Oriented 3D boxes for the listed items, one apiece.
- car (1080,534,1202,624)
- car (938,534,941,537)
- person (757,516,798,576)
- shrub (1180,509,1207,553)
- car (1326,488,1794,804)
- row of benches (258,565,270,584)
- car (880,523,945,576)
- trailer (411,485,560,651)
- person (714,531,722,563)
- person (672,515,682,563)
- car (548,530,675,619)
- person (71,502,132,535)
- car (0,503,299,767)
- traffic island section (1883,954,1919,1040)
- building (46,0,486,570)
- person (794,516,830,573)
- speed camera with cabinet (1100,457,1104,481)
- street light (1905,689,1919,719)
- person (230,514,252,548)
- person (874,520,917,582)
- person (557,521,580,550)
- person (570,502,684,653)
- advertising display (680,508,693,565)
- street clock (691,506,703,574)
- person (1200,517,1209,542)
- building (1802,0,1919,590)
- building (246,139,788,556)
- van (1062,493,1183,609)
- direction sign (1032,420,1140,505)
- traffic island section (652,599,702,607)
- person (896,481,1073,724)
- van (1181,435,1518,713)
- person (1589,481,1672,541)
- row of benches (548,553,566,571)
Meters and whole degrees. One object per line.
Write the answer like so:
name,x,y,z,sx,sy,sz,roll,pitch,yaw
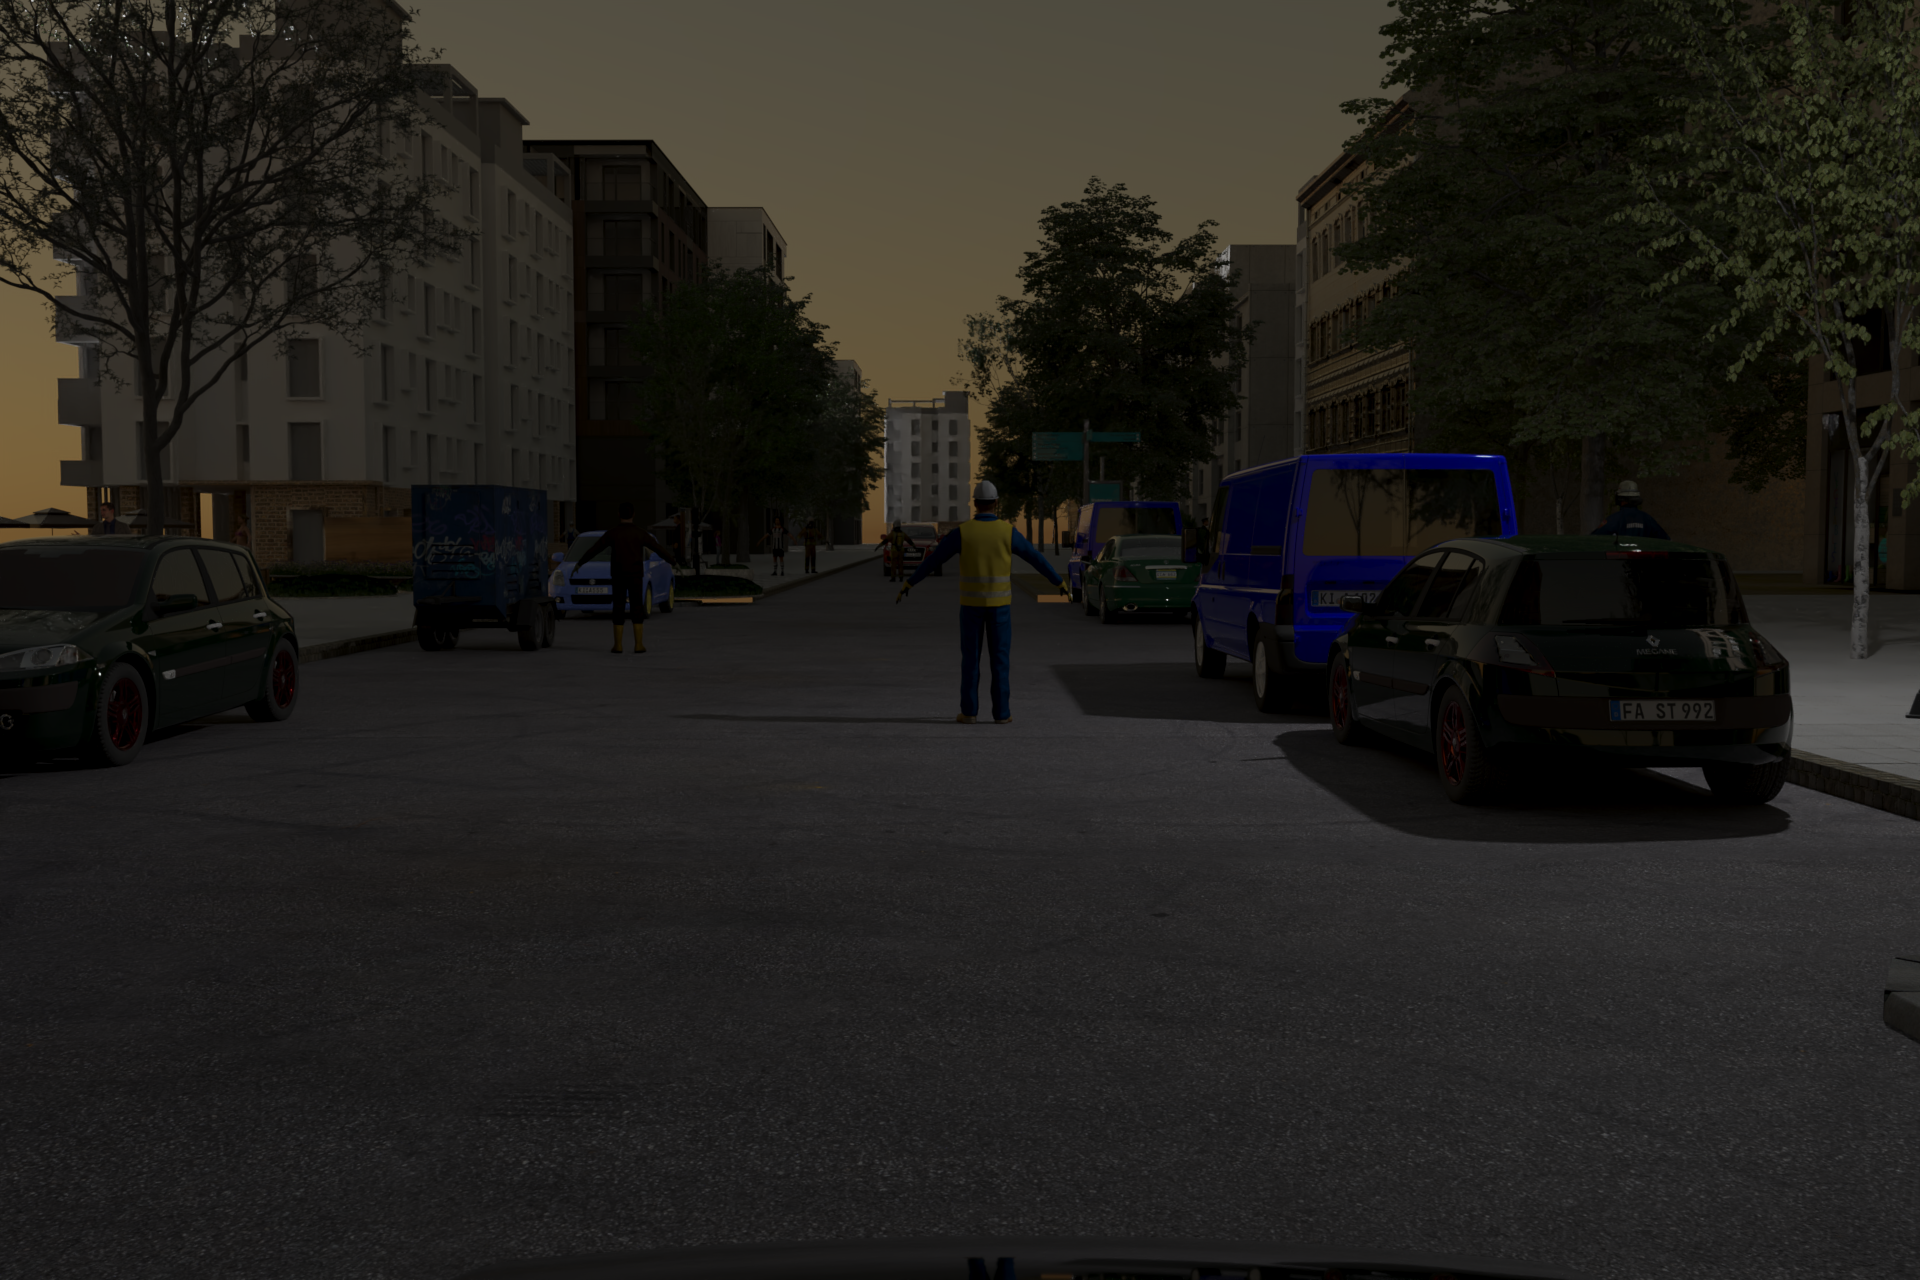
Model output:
car,3.128,-1.052,28.992,2.131,1.459,4.920,0,4,-1
car,-1.809,-7.669,137.183,2.131,1.459,4.920,0,4,-1
person,-5.591,-2.879,53.212,1.345,1.843,0.704,1,4,16
shrub,6.560,-2.909,51.606,1.661,2.075,1.752,0,3,0
car,3.441,-0.048,10.576,2.009,1.686,4.222,0,4,-1
row of benches,-16.552,-1.329,37.197,4.104,0.672,1.422,2,4,27
car,-1.619,-3.167,60.456,2.281,1.827,5.304,0,4,-1
trailer,-5.865,-0.840,20.783,1.471,1.999,3.904,0,4,0
person,-10.155,-3.909,73.175,0.599,1.433,0.991,0,4,-1
person,-7.686,-2.501,47.120,0.704,1.802,1.346,-1,4,-12
car,-6.077,-1.268,30.318,1.945,1.707,3.694,0,4,0
person,-12.696,-1.170,25.699,0.617,1.759,0.750,1,4,9
car,-6.008,-0.129,11.891,2.009,1.686,4.222,0,4,0
traffic island section,3.708,1.111,4.702,1.991,0.108,1.994,0,4,0
building,-25.057,-12.474,60.373,16.016,20.090,11.380,0,3,0
person,-4.865,-3.100,56.448,1.354,1.858,0.705,-3,4,-36
speed camera with cabinet,3.860,-3.025,43.800,0.660,3.252,2.038,0,4,-2
street light,7.314,-2.409,11.925,1.470,5.913,1.316,0,4,0
person,-16.547,-2.016,39.770,0.721,1.733,1.217,-3,5,-44
person,-1.898,-2.677,51.997,1.354,1.858,0.705,-1,4,-21
person,-16.807,-4.230,75.012,1.347,1.847,0.705,0,4,6
person,-4.009,-0.751,20.874,1.346,1.812,0.704,-1,4,-10
advertising display,-6.806,-2.317,43.104,0.123,1.923,0.974,0,4,1
street clock,-6.850,-2.470,44.956,0.358,2.002,0.471,0,4,1
person,8.162,-3.155,57.513,0.705,1.837,1.347,1,4,17
building,29.749,-13.478,23.562,19.350,26.588,34.151,0,4,0
building,-26.265,-16.053,106.443,27.936,21.610,32.646,0,4,1
van,3.256,-1.849,34.607,2.240,2.365,5.245,0,4,-1
direction sign,2.964,-3.133,39.986,2.525,3.948,1.411,0,4,-1
traffic island section,-6.236,-0.729,34.785,1.991,0.108,1.994,0,4,-1
person,0.190,-0.287,13.126,1.349,1.833,0.705,0,4,-2
van,3.320,-0.682,15.542,2.240,2.365,5.245,0,4,-2
person,7.081,-0.769,18.443,1.351,1.845,0.704,0,4,-7
row of benches,-13.022,-2.427,55.149,1.422,0.672,4.104,-2,4,-27
